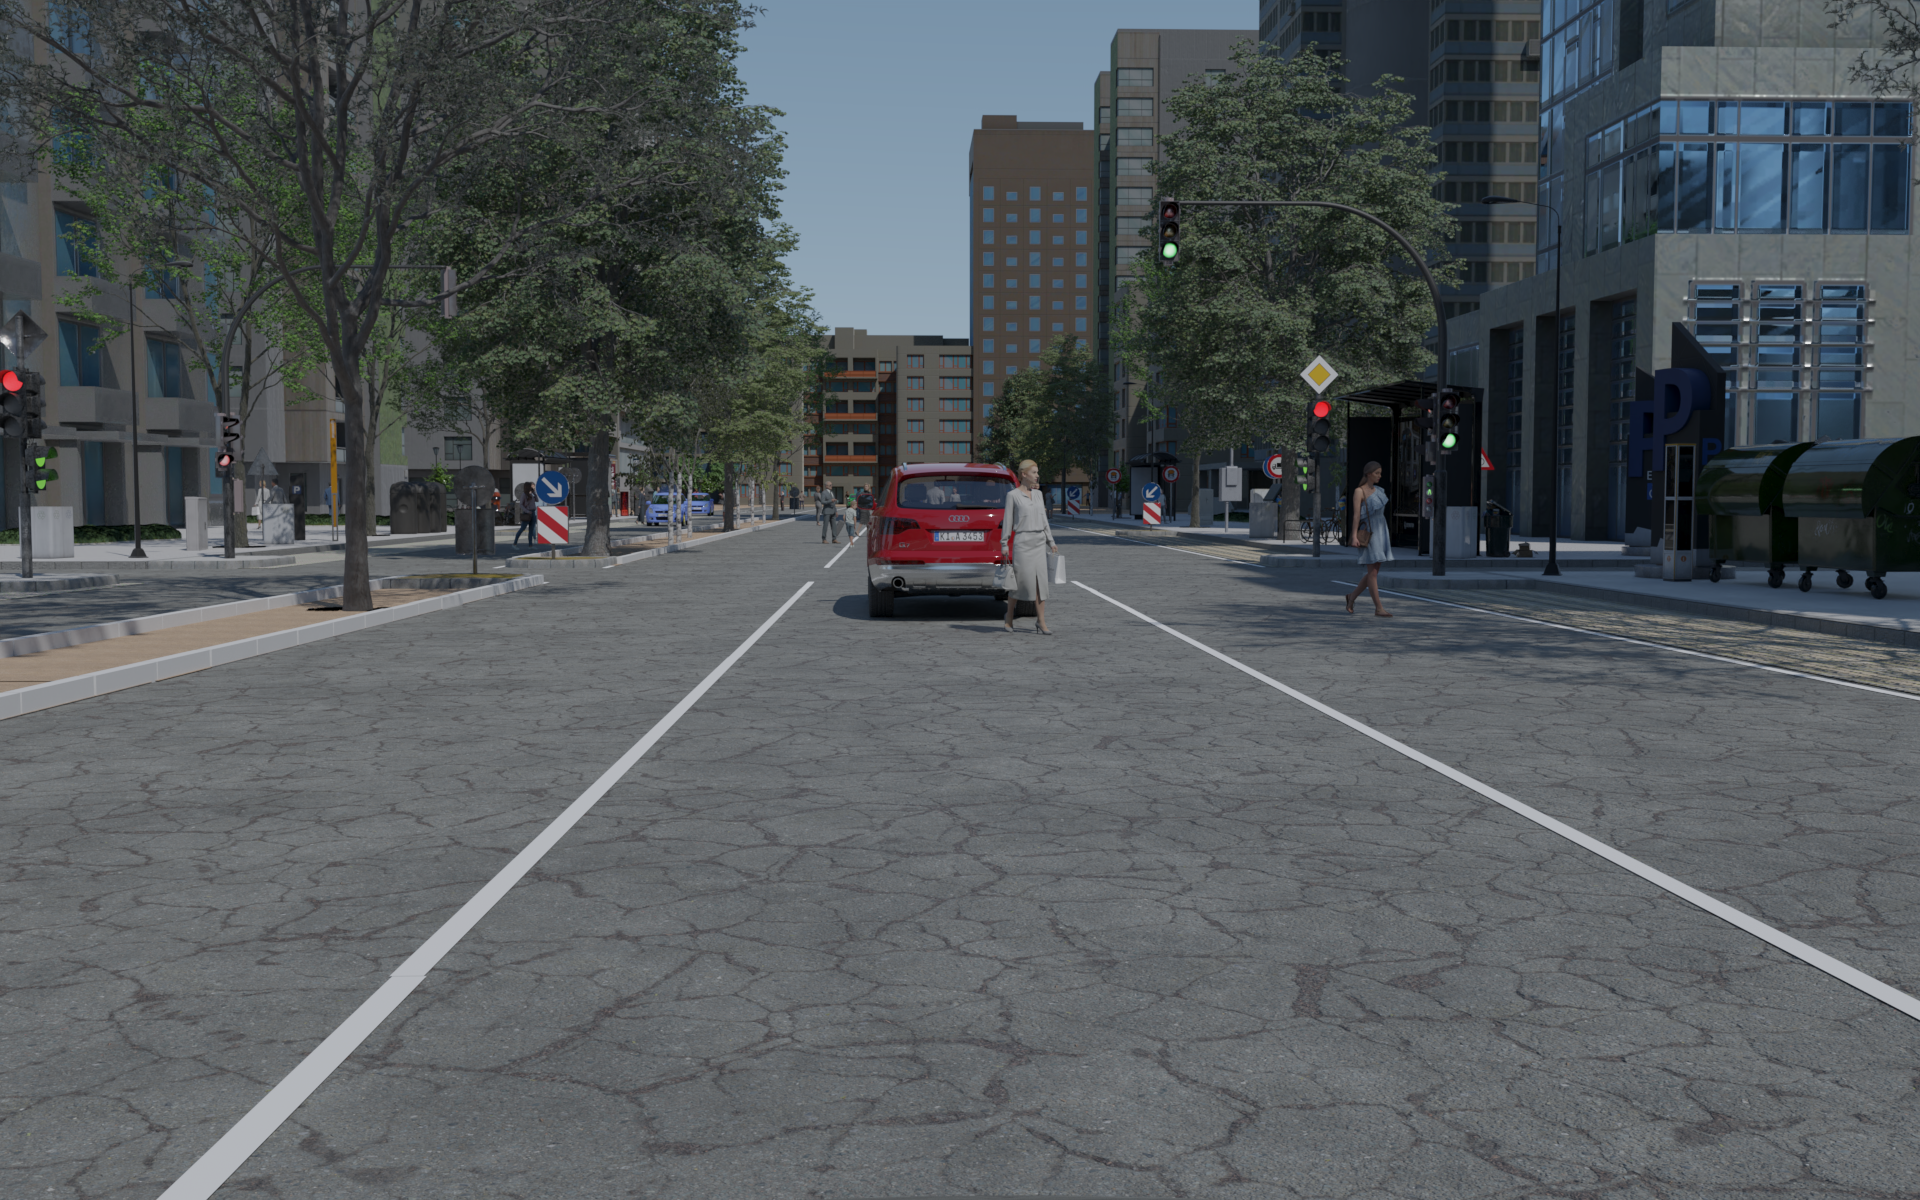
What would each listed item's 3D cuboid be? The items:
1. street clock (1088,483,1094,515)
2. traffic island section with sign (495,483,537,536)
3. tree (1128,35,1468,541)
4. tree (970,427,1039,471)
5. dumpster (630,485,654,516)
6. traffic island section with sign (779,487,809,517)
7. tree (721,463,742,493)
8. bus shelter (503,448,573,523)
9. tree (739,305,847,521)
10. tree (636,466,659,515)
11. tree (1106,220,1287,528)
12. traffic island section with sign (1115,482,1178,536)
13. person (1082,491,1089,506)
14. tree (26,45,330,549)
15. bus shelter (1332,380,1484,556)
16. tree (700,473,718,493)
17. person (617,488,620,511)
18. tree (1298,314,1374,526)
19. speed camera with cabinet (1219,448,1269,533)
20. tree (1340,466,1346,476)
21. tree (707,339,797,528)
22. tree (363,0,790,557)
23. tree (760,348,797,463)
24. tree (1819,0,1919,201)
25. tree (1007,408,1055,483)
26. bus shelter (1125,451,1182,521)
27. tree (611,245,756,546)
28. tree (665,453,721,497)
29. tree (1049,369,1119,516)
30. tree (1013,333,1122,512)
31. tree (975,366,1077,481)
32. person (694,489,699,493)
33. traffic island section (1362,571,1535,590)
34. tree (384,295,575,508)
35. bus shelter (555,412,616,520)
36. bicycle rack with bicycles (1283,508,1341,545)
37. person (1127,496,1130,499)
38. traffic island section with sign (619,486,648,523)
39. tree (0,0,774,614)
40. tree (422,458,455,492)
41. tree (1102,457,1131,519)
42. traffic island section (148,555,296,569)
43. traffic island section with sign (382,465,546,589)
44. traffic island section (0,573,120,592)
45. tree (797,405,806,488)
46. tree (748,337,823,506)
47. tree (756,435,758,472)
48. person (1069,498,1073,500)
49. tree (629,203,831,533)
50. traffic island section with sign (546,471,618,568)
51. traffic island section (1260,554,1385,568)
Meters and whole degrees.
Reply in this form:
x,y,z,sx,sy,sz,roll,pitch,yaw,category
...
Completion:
x,y,z,sx,sy,sz,roll,pitch,yaw,category
8.193,-6.335,108.144,0.358,2.002,0.471,-1,4,-19,street clock
-15.089,-3.124,59.708,1.989,1.847,2.006,0,4,-2,traffic island section with sign
9.092,-8.624,47.663,9.857,13.997,8.962,0,3,0,tree
4.982,-14.927,178.470,8.767,10.594,7.601,-2,4,-30,tree
-18.799,-5.895,102.146,1.264,1.857,1.865,0,4,-2,dumpster
-10.513,-6.198,109.468,2.006,1.907,1.989,0,4,-2,traffic island section with sign
-21.377,-10.605,157.102,4.285,4.588,4.351,0,3,0,tree
-19.133,-5.189,78.767,2.014,3.302,5.546,0,4,-2,bus shelter
-9.841,-10.079,93.005,9.928,11.665,9.643,0,3,0,tree
-19.061,-6.743,104.842,1.663,3.219,1.824,0,3,0,tree
9.083,-8.544,65.443,9.928,11.665,9.643,0,3,0,tree
6.433,-3.148,60.092,1.989,1.847,2.006,0,4,-2,traffic island section with sign
14.105,-11.179,191.262,1.348,1.826,0.705,1,4,23,person
-17.241,-7.038,40.832,9.928,11.665,9.643,0,3,0,tree
9.892,-2.901,38.712,1.731,3.624,6.357,0,4,-2,bus shelter
-21.095,-9.106,143.486,1.663,3.219,1.824,0,3,0,tree
-26.142,-7.699,132.649,1.217,1.735,0.721,-1,4,-21,person
15.107,-7.326,70.151,4.737,8.622,4.395,0,3,0,tree
9.682,-3.873,57.657,2.038,3.252,0.660,0,4,-2,speed camera with cabinet
14.906,-4.205,63.346,1.663,3.219,1.824,0,3,0,tree
-9.233,-7.287,71.968,4.737,8.622,4.395,0,3,0,tree
-8.160,-7.915,38.528,9.857,13.997,8.962,0,3,0,tree
-9.434,-7.686,78.494,4.360,8.622,3.978,0,3,0,tree
10.366,-6.271,12.903,12.009,13.543,11.850,0,3,0,tree
6.263,-11.862,144.298,4.737,8.622,4.395,0,3,0,tree
9.385,-5.538,84.466,2.014,3.302,5.546,0,4,-2,bus shelter
-8.253,-5.985,50.676,4.360,8.622,3.978,0,3,0,tree
-20.888,-9.018,131.150,4.285,4.588,4.351,0,3,0,tree
7.479,-9.216,101.050,4.360,8.622,3.978,0,3,0,tree
7.734,-12.475,122.097,7.486,12.596,7.792,0,3,0,tree
5.818,-14.571,155.236,9.611,12.733,9.660,0,3,0,tree
-21.116,-8.050,138.383,1.217,1.743,0.721,-2,4,-27,person
7.540,-0.304,27.246,2.009,0.180,2.903,0,4,-2,traffic island section
-18.466,-8.076,66.459,7.601,10.594,8.767,-2,4,-31,tree
-19.267,-6.745,87.919,2.179,5.291,8.768,0,4,-2,bus shelter
9.684,-1.933,44.982,2.852,0.926,2.925,-2,4,-25,bicycle rack with bicycles
11.916,-6.959,120.350,0.721,1.766,1.217,-1,4,-18,person
-16.031,-4.804,87.173,1.989,1.847,2.006,0,4,-2,traffic island section with sign
-7.320,-6.592,20.602,12.009,13.543,11.850,0,3,0,tree
-27.540,-5.945,91.797,1.663,3.219,1.824,0,3,0,tree
8.516,-5.896,91.003,1.663,3.219,1.824,0,3,0,tree
-14.560,-0.747,34.493,2.009,0.180,2.903,0,4,-2,traffic island section
-7.712,-1.152,26.969,2.006,1.907,1.989,0,4,-2,traffic island section with sign
-14.289,-0.259,26.513,2.009,0.180,2.903,0,4,-2,traffic island section
-9.502,-8.020,83.946,4.737,8.622,4.395,0,3,0,tree
-20.401,-19.780,179.287,12.611,20.169,13.585,0,3,0,tree
-8.803,-6.325,56.235,4.360,8.622,3.978,0,3,0,tree
11.237,-10.300,175.258,0.445,1.727,0.742,1,4,19,person
-8.703,-8.793,64.347,7.486,12.596,7.792,0,3,0,tree
-7.954,-1.605,34.373,2.006,1.907,1.989,0,4,-2,traffic island section with sign
7.269,-0.792,35.227,2.009,0.180,2.903,0,4,-2,traffic island section
